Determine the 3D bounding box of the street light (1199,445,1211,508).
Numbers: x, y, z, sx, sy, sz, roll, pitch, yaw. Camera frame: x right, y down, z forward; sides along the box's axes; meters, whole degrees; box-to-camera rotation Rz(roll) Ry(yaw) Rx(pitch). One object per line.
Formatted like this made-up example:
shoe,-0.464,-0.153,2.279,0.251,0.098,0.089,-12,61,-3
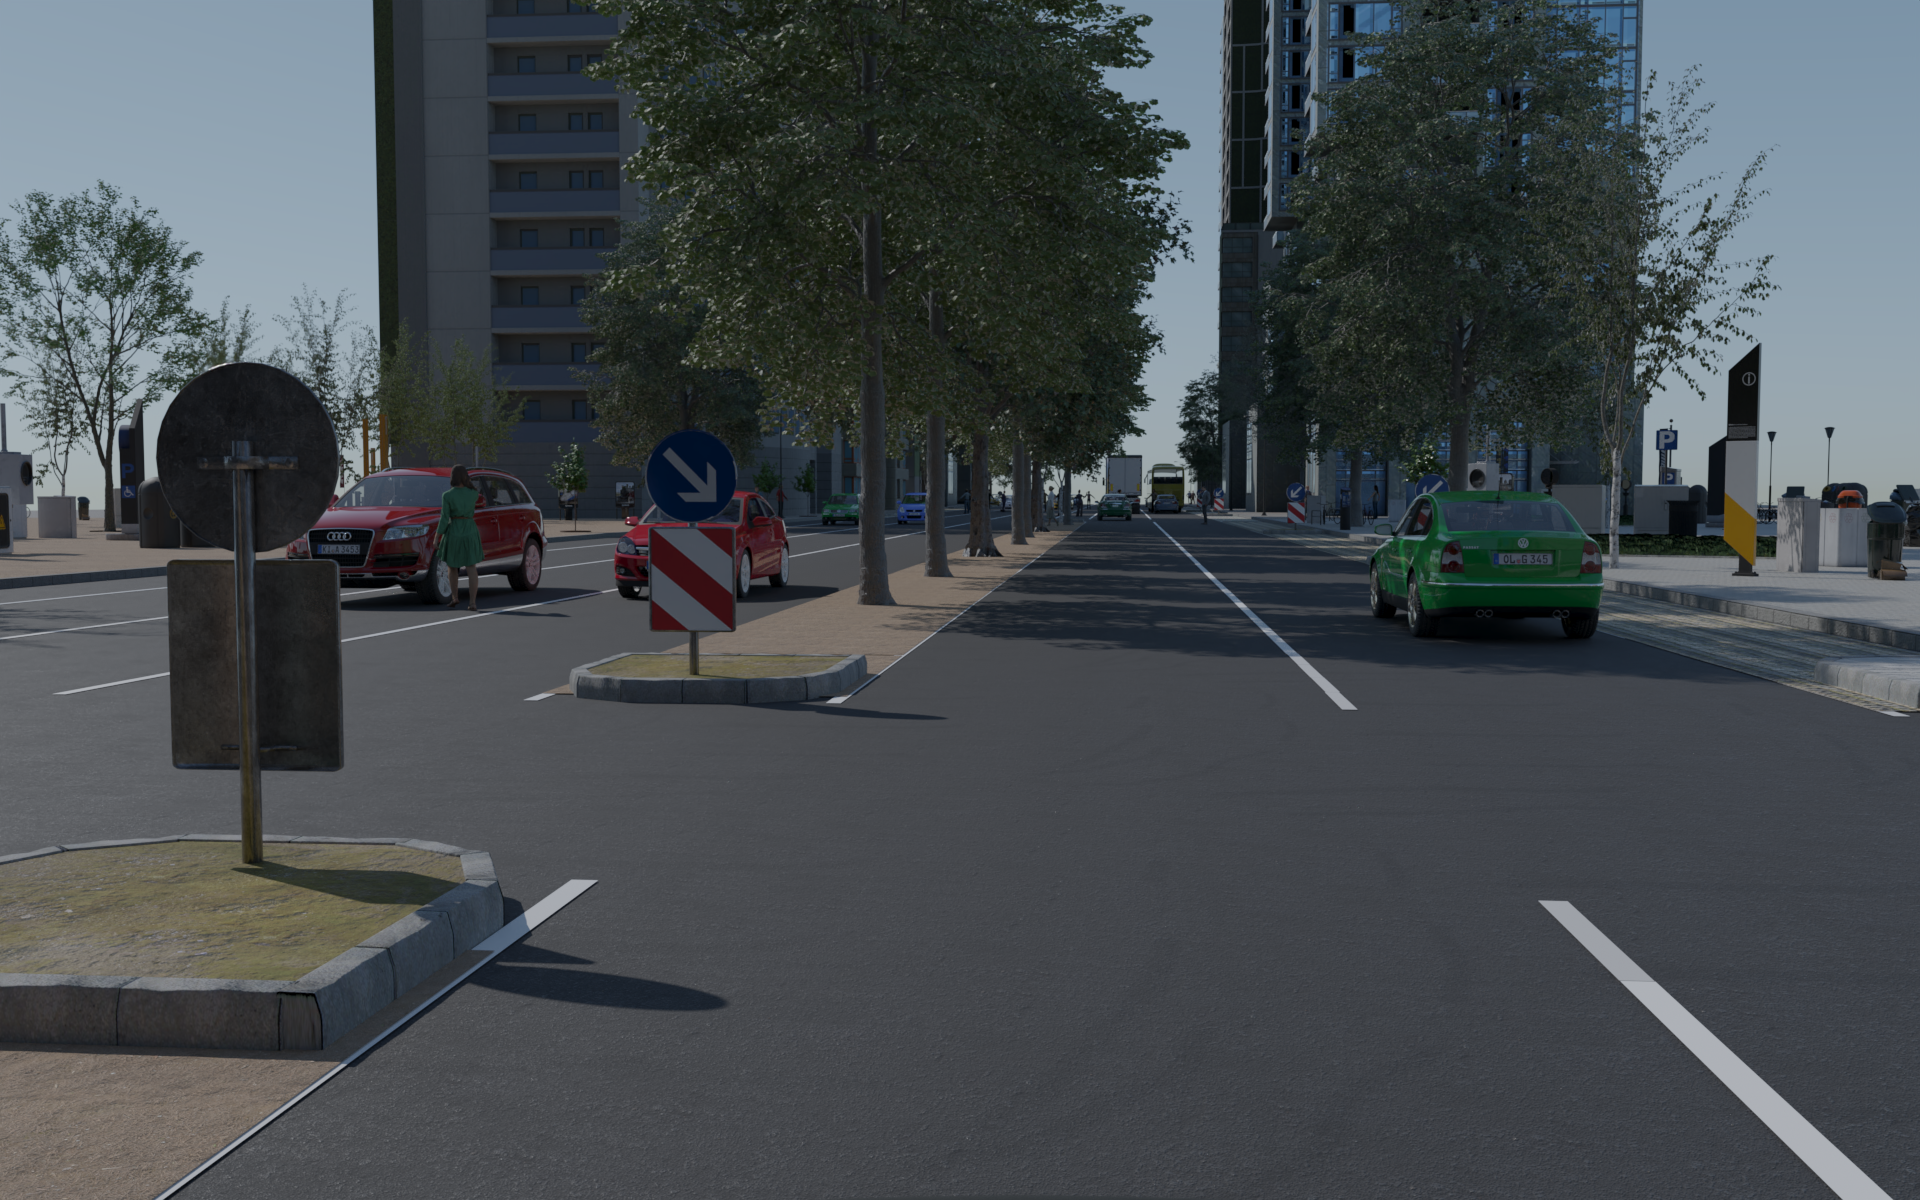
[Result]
street light,23.147,-11.635,162.771,1.470,5.913,1.316,0,4,5

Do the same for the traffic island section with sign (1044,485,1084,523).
traffic island section with sign,5.271,-4.861,87.618,2.006,1.907,1.989,0,4,5

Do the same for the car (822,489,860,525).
car,-5.357,-4.406,80.839,1.959,1.807,4.718,0,4,4

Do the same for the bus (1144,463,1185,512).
bus,16.327,-8.969,138.194,2.896,3.916,12.252,0,4,4

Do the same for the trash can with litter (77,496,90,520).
trash can with litter,-42.767,-4.484,84.706,0.624,1.170,1.055,-3,4,-38

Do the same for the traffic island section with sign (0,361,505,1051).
traffic island section with sign,-2.533,0.165,5.441,2.006,1.907,1.989,0,4,5

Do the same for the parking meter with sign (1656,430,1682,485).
parking meter with sign,19.652,-3.154,47.832,0.543,3.016,1.738,2,4,33

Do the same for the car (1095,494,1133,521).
car,8.446,-5.079,94.845,2.131,1.459,4.920,0,4,4

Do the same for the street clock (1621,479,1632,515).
street clock,32.901,-4.954,85.574,0.358,2.002,0.471,-3,5,-44

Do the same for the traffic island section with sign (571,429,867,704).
traffic island section with sign,-1.823,-0.286,12.814,2.006,1.907,1.989,0,4,5

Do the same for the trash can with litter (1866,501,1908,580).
trash can with litter,14.053,-0.899,26.087,0.624,1.170,1.055,1,4,14

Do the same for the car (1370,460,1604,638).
car,5.548,-0.603,18.656,1.959,1.807,4.718,0,4,5

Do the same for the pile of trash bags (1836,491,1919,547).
pile of trash bags,23.443,-2.012,42.652,3.447,1.369,1.912,3,5,40

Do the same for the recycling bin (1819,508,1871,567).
recycling bin,15.659,-1.113,30.747,0.722,1.027,0.722,-1,4,-14

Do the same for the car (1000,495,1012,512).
car,4.309,-7.935,142.096,2.083,1.381,4.827,0,4,4

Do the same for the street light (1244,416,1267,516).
street light,17.500,-7.954,102.595,1.470,5.913,1.316,0,4,5

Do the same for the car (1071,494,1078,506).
car,12.229,-10.845,189.321,2.014,1.417,4.499,0,4,7

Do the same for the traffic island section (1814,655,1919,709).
traffic island section,7.438,0.612,12.278,2.009,0.180,2.903,0,4,5

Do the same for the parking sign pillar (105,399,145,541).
parking sign pillar,-23.095,-3.661,48.328,1.447,3.967,1.447,-1,4,-15

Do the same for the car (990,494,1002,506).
car,4.004,-12.075,207.649,2.015,1.641,3.980,0,4,7

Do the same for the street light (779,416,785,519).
street light,-8.825,-7.213,90.478,1.470,5.913,1.316,0,4,5

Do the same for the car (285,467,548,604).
car,-7.488,-0.954,24.275,2.281,1.827,5.304,0,4,7

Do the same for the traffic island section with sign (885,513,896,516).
traffic island section with sign,-5.221,-6.398,113.235,1.989,1.847,2.006,0,4,5

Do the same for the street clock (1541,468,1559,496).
street clock,16.499,-2.686,48.490,0.358,2.002,0.471,-2,4,-27

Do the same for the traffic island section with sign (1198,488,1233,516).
traffic island section with sign,16.567,-6.312,111.834,1.989,1.847,2.006,0,4,5

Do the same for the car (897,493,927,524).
car,-2.031,-4.491,83.020,1.945,1.707,3.694,0,4,4

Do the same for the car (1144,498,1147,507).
car,21.535,-11.066,192.933,2.014,1.417,4.499,0,4,5

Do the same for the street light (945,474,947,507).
street light,-0.879,-12.297,173.600,1.470,5.913,1.316,0,4,5

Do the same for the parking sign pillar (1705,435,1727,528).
parking sign pillar,29.442,-4.771,66.485,1.447,3.967,1.447,3,4,36

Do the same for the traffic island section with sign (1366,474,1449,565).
traffic island section with sign,9.263,-1.605,34.878,1.989,1.847,2.006,0,4,5

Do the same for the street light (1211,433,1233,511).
street light,20.265,-9.800,132.772,1.470,5.913,1.316,0,4,5

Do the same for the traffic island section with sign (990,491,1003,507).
traffic island section with sign,5.211,-13.111,222.996,1.989,1.847,2.006,0,4,5

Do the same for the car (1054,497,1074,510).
car,9.436,-9.044,158.100,2.015,1.641,3.980,0,4,7

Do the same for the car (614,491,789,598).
car,-3.708,-0.996,25.318,2.155,1.783,4.494,0,4,6

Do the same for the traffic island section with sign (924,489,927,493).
traffic island section with sign,-2.588,-8.085,140.818,1.989,1.847,2.006,0,4,5

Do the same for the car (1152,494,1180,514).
car,15.111,-7.035,127.028,2.014,1.417,4.499,0,4,6

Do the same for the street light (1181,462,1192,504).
street light,28.199,-14.865,215.584,1.470,5.913,1.316,0,4,5

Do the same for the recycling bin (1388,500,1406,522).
recycling bin,19.950,-4.071,79.112,0.722,1.027,0.722,1,4,9

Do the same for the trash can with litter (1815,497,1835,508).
trash can with litter,19.434,-1.767,39.951,2.233,1.210,1.678,1,4,10

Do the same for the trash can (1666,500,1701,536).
trash can,16.464,-1.700,39.442,0.748,1.137,0.748,0,3,0

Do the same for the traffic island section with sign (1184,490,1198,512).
traffic island section with sign,19.121,-7.954,138.669,1.989,1.847,2.006,0,4,5

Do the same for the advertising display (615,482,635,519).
advertising display,-17.158,-5.108,88.737,0.974,1.923,0.123,-1,4,-9

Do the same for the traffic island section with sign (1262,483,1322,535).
traffic island section with sign,11.835,-3.261,61.942,1.989,1.847,2.006,0,4,5
